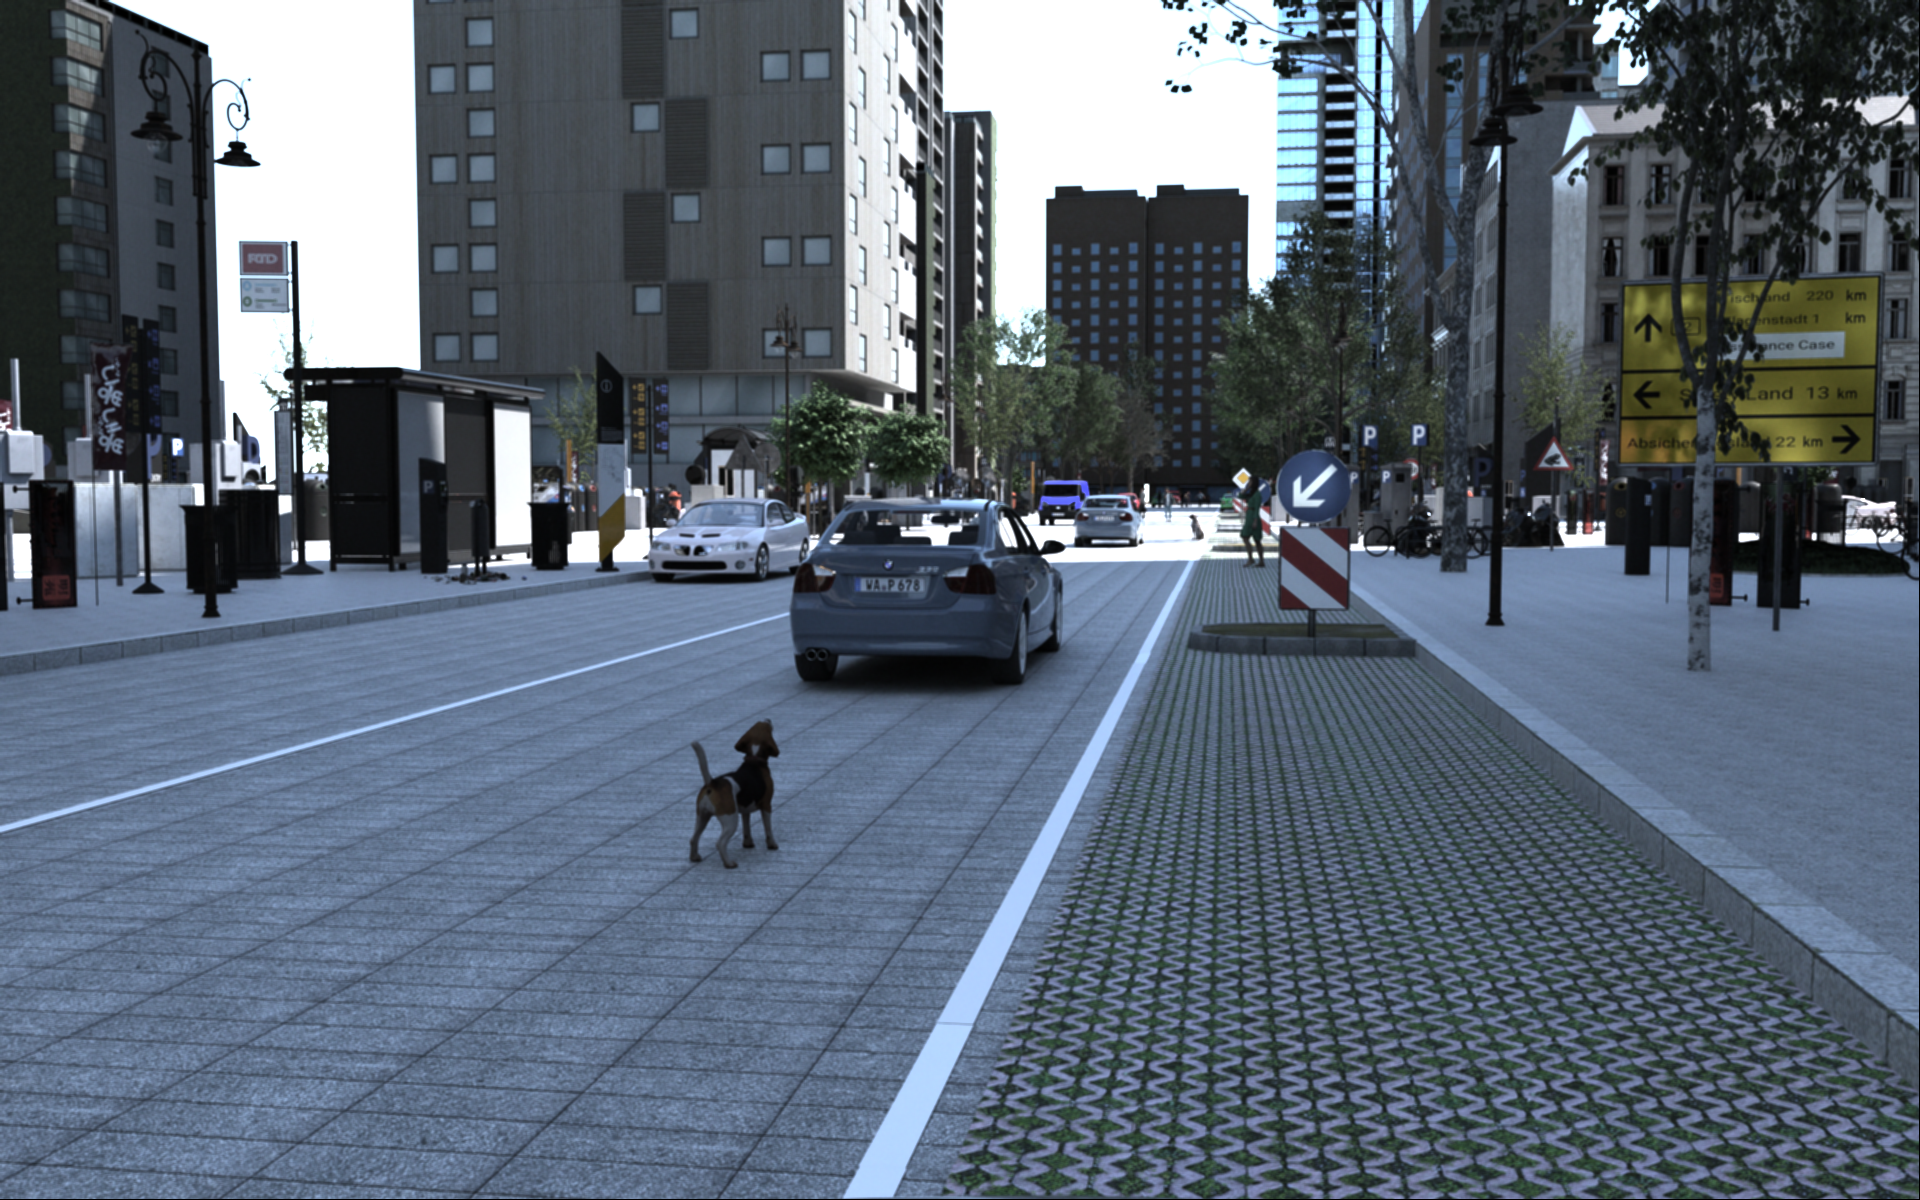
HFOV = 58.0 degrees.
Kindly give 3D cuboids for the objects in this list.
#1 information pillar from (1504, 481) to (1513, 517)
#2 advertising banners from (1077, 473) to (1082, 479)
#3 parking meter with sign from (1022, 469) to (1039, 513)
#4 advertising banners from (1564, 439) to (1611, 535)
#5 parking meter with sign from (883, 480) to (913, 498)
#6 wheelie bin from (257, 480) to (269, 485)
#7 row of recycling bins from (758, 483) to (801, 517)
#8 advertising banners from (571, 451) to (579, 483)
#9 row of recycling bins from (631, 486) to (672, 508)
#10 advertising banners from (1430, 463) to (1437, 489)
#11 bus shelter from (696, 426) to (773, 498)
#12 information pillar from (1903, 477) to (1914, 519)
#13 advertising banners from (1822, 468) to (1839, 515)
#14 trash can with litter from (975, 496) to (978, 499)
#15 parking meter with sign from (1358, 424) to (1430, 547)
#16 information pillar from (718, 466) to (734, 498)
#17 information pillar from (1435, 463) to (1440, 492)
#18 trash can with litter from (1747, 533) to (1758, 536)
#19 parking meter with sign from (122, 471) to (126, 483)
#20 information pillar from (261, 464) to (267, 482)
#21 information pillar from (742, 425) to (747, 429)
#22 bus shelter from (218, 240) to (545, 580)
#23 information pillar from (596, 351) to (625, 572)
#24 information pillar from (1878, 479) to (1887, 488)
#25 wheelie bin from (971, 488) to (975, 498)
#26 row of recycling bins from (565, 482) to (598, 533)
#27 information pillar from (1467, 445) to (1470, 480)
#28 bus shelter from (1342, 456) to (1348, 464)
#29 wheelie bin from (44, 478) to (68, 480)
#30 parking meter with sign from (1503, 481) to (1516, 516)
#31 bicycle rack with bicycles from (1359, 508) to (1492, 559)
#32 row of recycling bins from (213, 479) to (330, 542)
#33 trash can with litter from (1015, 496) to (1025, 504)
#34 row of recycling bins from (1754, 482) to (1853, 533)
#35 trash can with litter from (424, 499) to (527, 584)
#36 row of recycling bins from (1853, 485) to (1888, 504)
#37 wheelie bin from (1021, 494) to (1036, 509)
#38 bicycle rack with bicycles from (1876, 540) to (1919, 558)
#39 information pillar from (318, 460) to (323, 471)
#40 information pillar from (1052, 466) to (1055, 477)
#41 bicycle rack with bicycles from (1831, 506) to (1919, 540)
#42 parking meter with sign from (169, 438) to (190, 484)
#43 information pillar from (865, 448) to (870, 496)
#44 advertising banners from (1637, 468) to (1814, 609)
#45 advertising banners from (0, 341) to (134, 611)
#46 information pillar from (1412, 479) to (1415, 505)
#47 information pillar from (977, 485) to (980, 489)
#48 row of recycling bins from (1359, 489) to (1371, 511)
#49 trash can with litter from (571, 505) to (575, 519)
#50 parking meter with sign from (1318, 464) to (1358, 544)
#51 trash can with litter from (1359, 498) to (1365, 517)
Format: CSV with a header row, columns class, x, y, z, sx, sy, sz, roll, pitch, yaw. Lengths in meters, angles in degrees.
class,x,y,z,sx,sy,sz,roll,pitch,yaw
information pillar,30.910,-5.696,97.622,0.304,2.012,0.304,-3,4,-36
advertising banners,9.403,-9.095,144.893,0.090,3.025,2.074,-3,5,-43
parking meter with sign,4.629,-7.590,120.355,1.738,3.016,0.543,0,4,7
advertising banners,19.759,-3.565,54.479,2.074,3.025,0.090,-2,4,-31
parking meter with sign,-2.948,-5.019,78.325,1.738,3.016,0.543,1,4,13
wheelie bin,-15.538,-1.877,38.596,0.693,1.594,0.980,-3,4,-36
row of recycling bins,-7.037,-3.570,65.489,3.534,1.692,1.069,2,4,30
advertising banners,-14.888,-4.484,69.504,2.074,3.025,0.090,2,4,27
row of recycling bins,-16.620,-5.209,92.273,1.069,1.692,3.534,2,4,28
advertising banners,27.039,-6.151,96.762,0.090,3.025,2.074,-2,4,-32
bus shelter,-6.489,-3.712,54.612,2.014,3.302,5.546,1,4,9
information pillar,41.735,-4.388,76.233,0.304,2.012,0.304,1,4,10
advertising banners,23.457,-3.180,48.185,2.074,3.025,0.090,1,4,12
trash can with litter,1.067,-8.089,143.639,0.624,1.170,1.055,-3,5,-42
parking meter with sign,10.723,-2.840,42.690,1.738,3.016,0.543,-2,4,-31
information pillar,-6.162,-2.521,45.711,0.304,2.012,0.304,3,4,39
information pillar,36.217,-8.557,131.265,0.183,3.616,0.504,-1,4,-19
trash can with litter,24.765,-2.553,52.795,1.678,1.210,2.233,2,4,34
parking meter with sign,-47.134,-6.107,96.105,1.738,3.016,0.543,0,4,4
information pillar,-52.756,-8.556,131.249,0.504,3.616,0.183,-2,4,-31
information pillar,-7.098,-4.093,58.278,0.504,3.616,0.183,0,4,0
bus shelter,-9.918,-3.203,29.998,2.179,5.291,8.768,1,4,9
information pillar,-5.785,-2.281,28.646,0.183,3.616,0.504,3,5,45
information pillar,43.690,-4.745,82.073,0.304,2.012,0.304,-2,4,-29
wheelie bin,0.331,-5.088,91.096,0.980,1.594,0.693,-3,4,-38
row of recycling bins,-12.990,-3.175,59.020,1.069,1.692,3.534,1,4,11
information pillar,22.595,-5.257,77.298,0.183,3.616,0.504,3,4,36
bus shelter,22.122,-6.857,103.388,1.731,3.624,6.357,1,4,9
wheelie bin,-17.643,-1.582,33.767,0.980,1.594,0.693,-2,4,-25
parking meter with sign,31.438,-6.286,99.033,1.738,3.016,0.543,1,4,22
bicycle rack with bicycles,9.699,-1.334,35.201,2.925,0.926,2.852,0,4,8
row of recycling bins,-18.780,-2.415,46.592,3.534,1.692,1.069,-3,5,-42
trash can with litter,3.294,-5.403,99.718,1.055,1.170,0.624,-2,4,-27
row of recycling bins,27.468,-3.071,57.320,3.534,1.692,1.069,0,4,-7
trash can with litter,-7.294,-0.893,25.651,1.678,1.210,2.233,0,4,-4
row of recycling bins,41.250,-4.395,78.977,3.534,1.692,1.069,-3,4,-38
wheelie bin,5.134,-7.620,132.494,0.980,1.594,0.693,-1,4,-17
bicycle rack with bicycles,21.292,-1.413,36.479,2.852,0.926,2.925,-3,5,-41
information pillar,-44.461,-7.897,120.467,0.504,3.616,0.183,2,4,32
information pillar,7.848,-9.439,145.678,0.183,3.616,0.504,1,4,18
bicycle rack with bicycles,28.152,-2.405,52.709,2.925,0.926,2.852,-1,4,-16
parking meter with sign,-23.693,-3.533,54.023,1.738,3.016,0.543,1,4,14
information pillar,-3.591,-4.620,66.886,0.183,3.616,0.504,-1,4,-16
advertising banners,8.685,-1.450,19.903,2.074,3.025,0.090,3,5,43
advertising banners,-10.214,-1.420,19.400,0.090,3.025,2.074,2,4,35
information pillar,33.026,-8.273,126.618,0.504,3.616,0.183,3,4,36
information pillar,1.579,-8.270,139.702,0.304,2.012,0.304,-3,5,-43
row of recycling bins,30.977,-7.820,134.966,3.534,1.692,1.069,-3,5,-42
trash can with litter,-15.731,-3.478,68.250,0.624,1.170,1.055,-3,4,-39
parking meter with sign,9.894,-2.949,44.473,0.543,3.016,1.738,-2,4,-30
trash can with litter,19.627,-4.452,84.178,1.055,1.170,0.624,0,4,4
